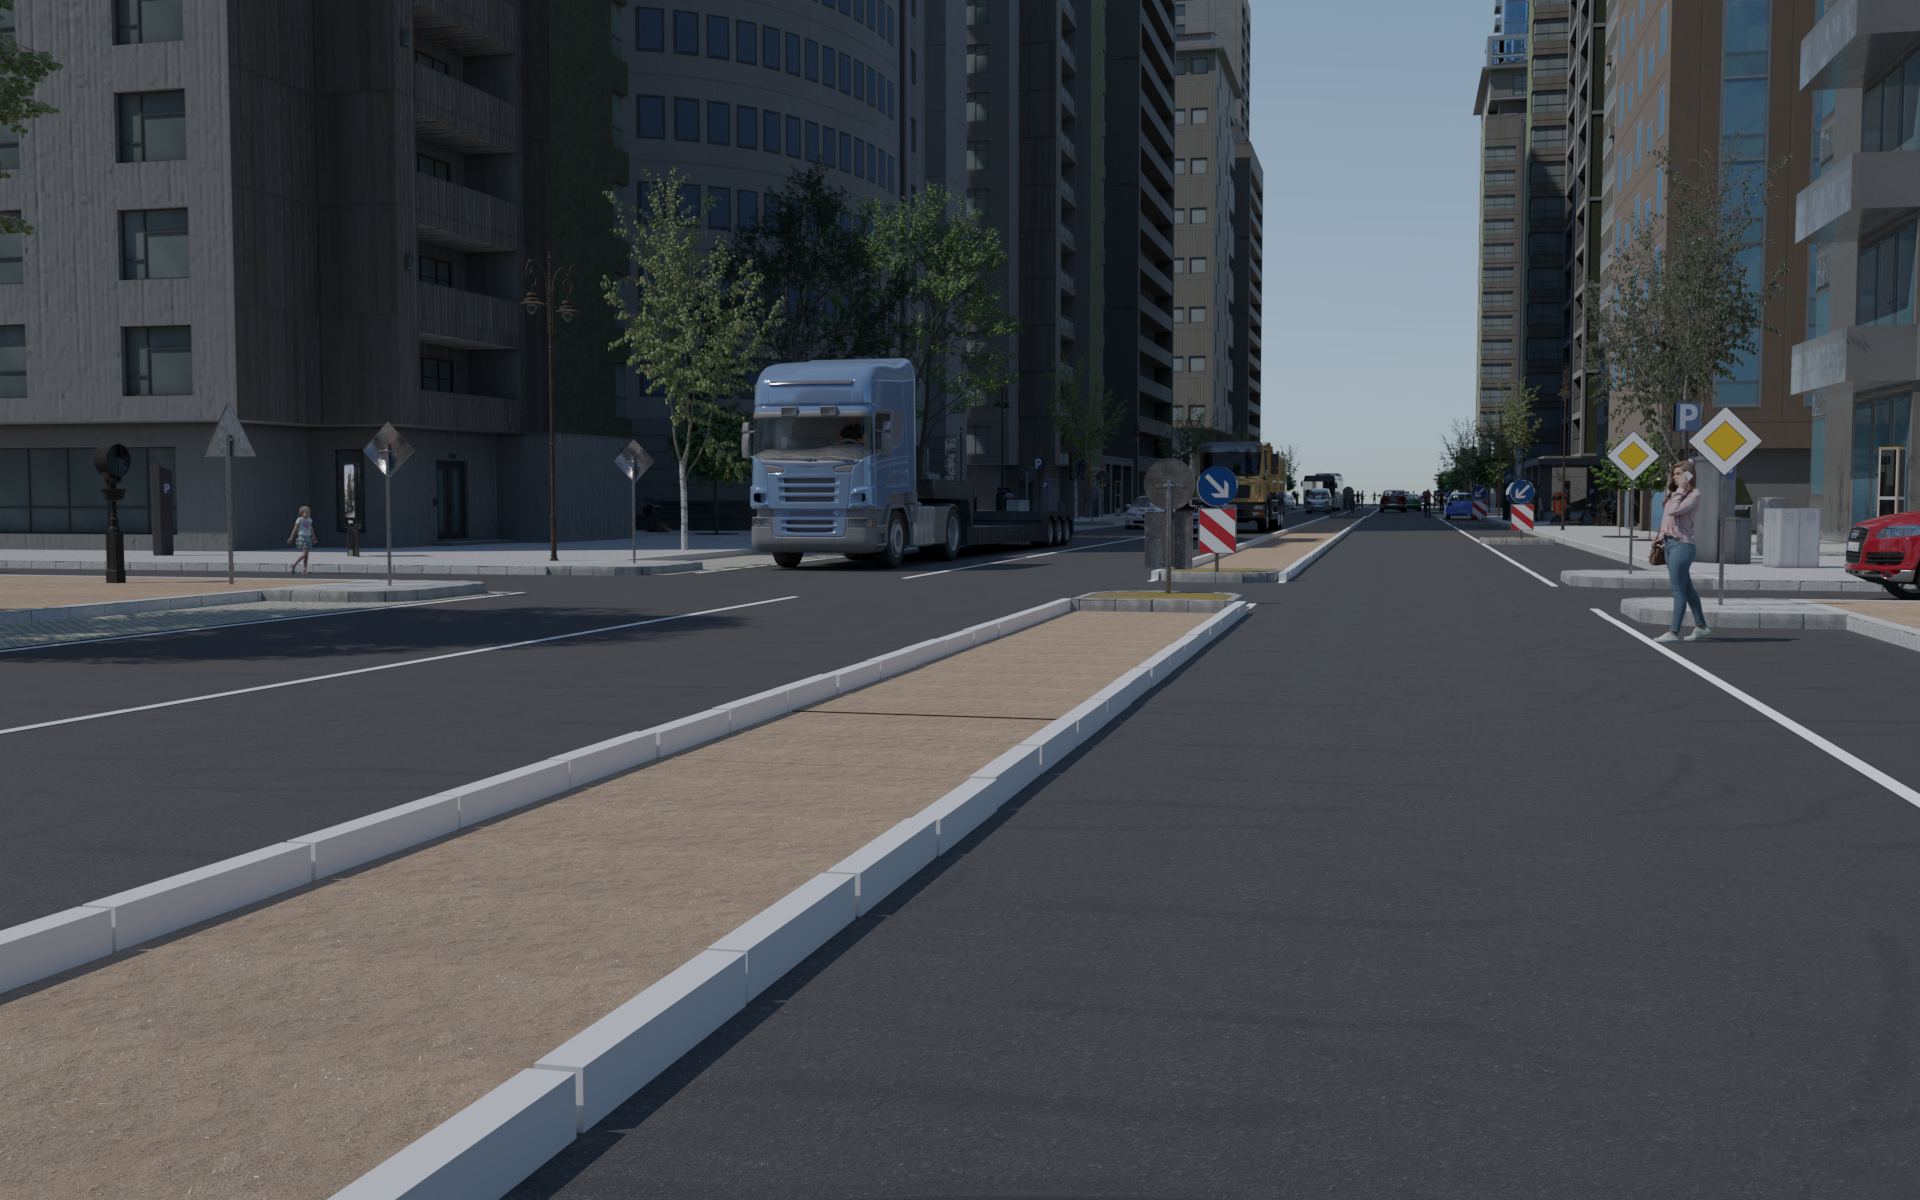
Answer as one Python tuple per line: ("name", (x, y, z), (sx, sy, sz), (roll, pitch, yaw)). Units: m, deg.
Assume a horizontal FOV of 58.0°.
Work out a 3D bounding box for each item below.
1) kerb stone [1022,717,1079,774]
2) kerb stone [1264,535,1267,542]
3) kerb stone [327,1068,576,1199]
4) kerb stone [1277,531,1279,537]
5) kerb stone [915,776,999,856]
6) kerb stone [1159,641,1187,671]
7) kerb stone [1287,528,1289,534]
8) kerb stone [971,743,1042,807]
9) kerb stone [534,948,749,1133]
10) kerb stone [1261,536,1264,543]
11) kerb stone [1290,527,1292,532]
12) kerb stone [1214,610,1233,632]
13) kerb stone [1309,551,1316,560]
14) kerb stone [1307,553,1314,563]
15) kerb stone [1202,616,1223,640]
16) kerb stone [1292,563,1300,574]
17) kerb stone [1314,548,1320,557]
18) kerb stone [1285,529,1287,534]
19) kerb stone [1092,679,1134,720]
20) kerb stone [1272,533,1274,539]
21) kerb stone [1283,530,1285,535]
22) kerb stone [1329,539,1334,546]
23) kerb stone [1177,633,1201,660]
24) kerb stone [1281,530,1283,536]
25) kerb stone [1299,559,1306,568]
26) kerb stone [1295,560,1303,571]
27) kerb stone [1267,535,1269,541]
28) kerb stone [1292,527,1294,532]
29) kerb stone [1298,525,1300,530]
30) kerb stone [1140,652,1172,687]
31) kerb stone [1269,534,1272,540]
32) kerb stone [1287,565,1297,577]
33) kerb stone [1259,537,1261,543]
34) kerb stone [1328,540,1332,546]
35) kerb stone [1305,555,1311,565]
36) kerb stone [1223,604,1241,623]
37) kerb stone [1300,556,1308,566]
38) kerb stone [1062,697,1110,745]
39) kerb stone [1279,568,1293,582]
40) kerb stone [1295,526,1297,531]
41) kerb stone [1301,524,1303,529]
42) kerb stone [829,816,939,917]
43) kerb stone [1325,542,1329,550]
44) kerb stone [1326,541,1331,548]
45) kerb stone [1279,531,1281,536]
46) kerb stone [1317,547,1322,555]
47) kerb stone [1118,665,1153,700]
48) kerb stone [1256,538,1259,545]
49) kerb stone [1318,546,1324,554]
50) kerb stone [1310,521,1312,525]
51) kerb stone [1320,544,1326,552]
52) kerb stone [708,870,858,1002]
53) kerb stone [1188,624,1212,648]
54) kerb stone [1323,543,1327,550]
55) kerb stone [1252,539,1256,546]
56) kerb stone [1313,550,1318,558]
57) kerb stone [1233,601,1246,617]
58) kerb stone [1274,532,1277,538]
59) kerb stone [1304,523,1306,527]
("kerb stone", (0.482, 0.786, 9.351), (0.120, 0.150, 1.000), (1, 4, 14))
("kerb stone", (8.893, -1.771, 51.147), (0.120, 0.150, 1.000), (1, 4, 14))
("kerb stone", (-1.033, 1.152, 3.377), (0.120, 0.150, 1.000), (1, 4, 14))
("kerb stone", (10.148, -2.074, 56.109), (0.120, 0.150, 1.000), (1, 4, 14))
("kerb stone", (-0.015, 0.913, 7.352), (0.120, 0.150, 1.000), (1, 4, 14))
("kerb stone", (1.739, 0.482, 14.320), (0.120, 0.150, 1.000), (1, 4, 14))
("kerb stone", (11.404, -2.377, 61.066), (0.120, 0.150, 1.000), (1, 4, 14))
("kerb stone", (0.225, 0.847, 8.348), (0.120, 0.150, 1.000), (1, 4, 14))
("kerb stone", (-0.779, 1.090, 4.376), (0.120, 0.150, 1.000), (1, 4, 14))
("kerb stone", (8.636, -1.710, 50.152), (0.120, 0.150, 1.000), (1, 4, 14))
("kerb stone", (11.909, -2.499, 63.051), (0.120, 0.150, 1.000), (1, 4, 14))
("kerb stone", (2.746, 0.239, 18.290), (0.120, 0.150, 1.000), (1, 4, 14))
("kerb stone", (7.414, -0.885, 36.711), (0.120, 0.150, 1.000), (1, 4, 14))
("kerb stone", (7.156, -0.827, 35.720), (0.120, 0.150, 1.000), (1, 4, 14))
("kerb stone", (2.494, 0.299, 17.299), (0.120, 0.150, 1.000), (1, 4, 14))
("kerb stone", (5.911, -0.524, 30.760), (0.120, 0.150, 1.000), (1, 4, 14))
("kerb stone", (7.908, -1.007, 38.695), (0.120, 0.150, 1.000), (1, 4, 14))
("kerb stone", (11.148, -2.317, 60.077), (0.120, 0.150, 1.000), (1, 4, 14))
("kerb stone", (0.987, 0.665, 11.339), (0.120, 0.150, 1.000), (1, 4, 14))
("kerb stone", (9.645, -1.953, 54.124), (0.120, 0.150, 1.000), (1, 4, 14))
("kerb stone", (10.894, -2.256, 59.083), (0.120, 0.150, 1.000), (1, 4, 14))
("kerb stone", (9.916, -1.494, 46.628), (0.120, 0.150, 1.000), (1, 4, 14))
("kerb stone", (1.990, 0.428, 15.311), (0.120, 0.150, 1.000), (1, 4, 14))
("kerb stone", (10.645, -2.196, 58.092), (0.120, 0.150, 1.000), (1, 4, 14))
("kerb stone", (6.398, -0.638, 32.750), (0.120, 0.150, 1.000), (1, 4, 14))
("kerb stone", (6.157, -0.585, 31.752), (0.120, 0.150, 1.000), (1, 4, 14))
("kerb stone", (9.142, -1.831, 52.139), (0.120, 0.150, 1.000), (1, 4, 14))
("kerb stone", (12.154, -2.558, 64.047), (0.120, 0.150, 1.000), (1, 4, 14))
("kerb stone", (13.160, -2.801, 68.034), (0.120, 0.150, 1.000), (1, 4, 14))
("kerb stone", (1.489, 0.543, 13.321), (0.120, 0.150, 1.000), (1, 4, 14))
("kerb stone", (9.392, -1.892, 53.130), (0.120, 0.150, 1.000), (1, 4, 14))
("kerb stone", (5.655, -0.463, 29.770), (0.120, 0.150, 1.000), (1, 4, 14))
("kerb stone", (8.386, -1.649, 49.161), (0.120, 0.150, 1.000), (1, 4, 14))
("kerb stone", (9.659, -1.434, 45.636), (0.120, 0.150, 1.000), (1, 4, 14))
("kerb stone", (6.900, -0.767, 34.731), (0.120, 0.150, 1.000), (1, 4, 14))
("kerb stone", (2.994, 0.178, 19.286), (0.120, 0.150, 1.000), (1, 4, 14))
("kerb stone", (6.648, -0.706, 33.741), (0.120, 0.150, 1.000), (1, 4, 14))
("kerb stone", (0.737, 0.727, 10.343), (0.120, 0.150, 1.000), (1, 4, 14))
("kerb stone", (5.393, -0.398, 28.779), (0.120, 0.150, 1.000), (1, 4, 14))
("kerb stone", (12.661, -2.681, 66.037), (0.120, 0.150, 1.000), (1, 4, 14))
("kerb stone", (13.665, -2.925, 70.023), (0.120, 0.150, 1.000), (1, 4, 14))
("kerb stone", (-0.274, 0.968, 6.362), (0.120, 0.150, 1.000), (1, 4, 14))
("kerb stone", (9.162, -1.312, 43.651), (0.120, 0.150, 1.000), (1, 4, 14))
("kerb stone", (9.412, -1.373, 44.645), (0.120, 0.150, 1.000), (1, 4, 14))
("kerb stone", (10.397, -2.133, 57.100), (0.120, 0.150, 1.000), (1, 4, 14))
("kerb stone", (8.162, -1.069, 39.688), (0.120, 0.150, 1.000), (1, 4, 14))
("kerb stone", (1.228, 0.606, 12.333), (0.120, 0.150, 1.000), (1, 4, 14))
("kerb stone", (8.137, -1.585, 48.165), (0.120, 0.150, 1.000), (1, 4, 14))
("kerb stone", (8.408, -1.123, 40.680), (0.120, 0.150, 1.000), (1, 4, 14))
("kerb stone", (15.430, -3.349, 76.973), (0.120, 0.150, 1.000), (1, 4, 14))
("kerb stone", (8.658, -1.191, 41.670), (0.120, 0.150, 1.000), (1, 4, 14))
("kerb stone", (-0.533, 1.029, 5.368), (0.120, 0.150, 1.000), (1, 4, 14))
("kerb stone", (2.236, 0.360, 16.303), (0.120, 0.150, 1.000), (1, 4, 14))
("kerb stone", (8.905, -1.252, 42.662), (0.120, 0.150, 1.000), (1, 4, 14))
("kerb stone", (7.882, -1.525, 47.168), (0.120, 0.150, 1.000), (1, 4, 14))
("kerb stone", (7.652, -0.949, 37.705), (0.120, 0.150, 1.000), (1, 4, 14))
("kerb stone", (3.250, 0.120, 20.278), (0.120, 0.150, 1.000), (1, 4, 14))
("kerb stone", (9.900, -2.013, 55.114), (0.120, 0.150, 1.000), (1, 4, 14))
("kerb stone", (14.175, -3.047, 72.011), (0.120, 0.150, 1.000), (1, 4, 14))
